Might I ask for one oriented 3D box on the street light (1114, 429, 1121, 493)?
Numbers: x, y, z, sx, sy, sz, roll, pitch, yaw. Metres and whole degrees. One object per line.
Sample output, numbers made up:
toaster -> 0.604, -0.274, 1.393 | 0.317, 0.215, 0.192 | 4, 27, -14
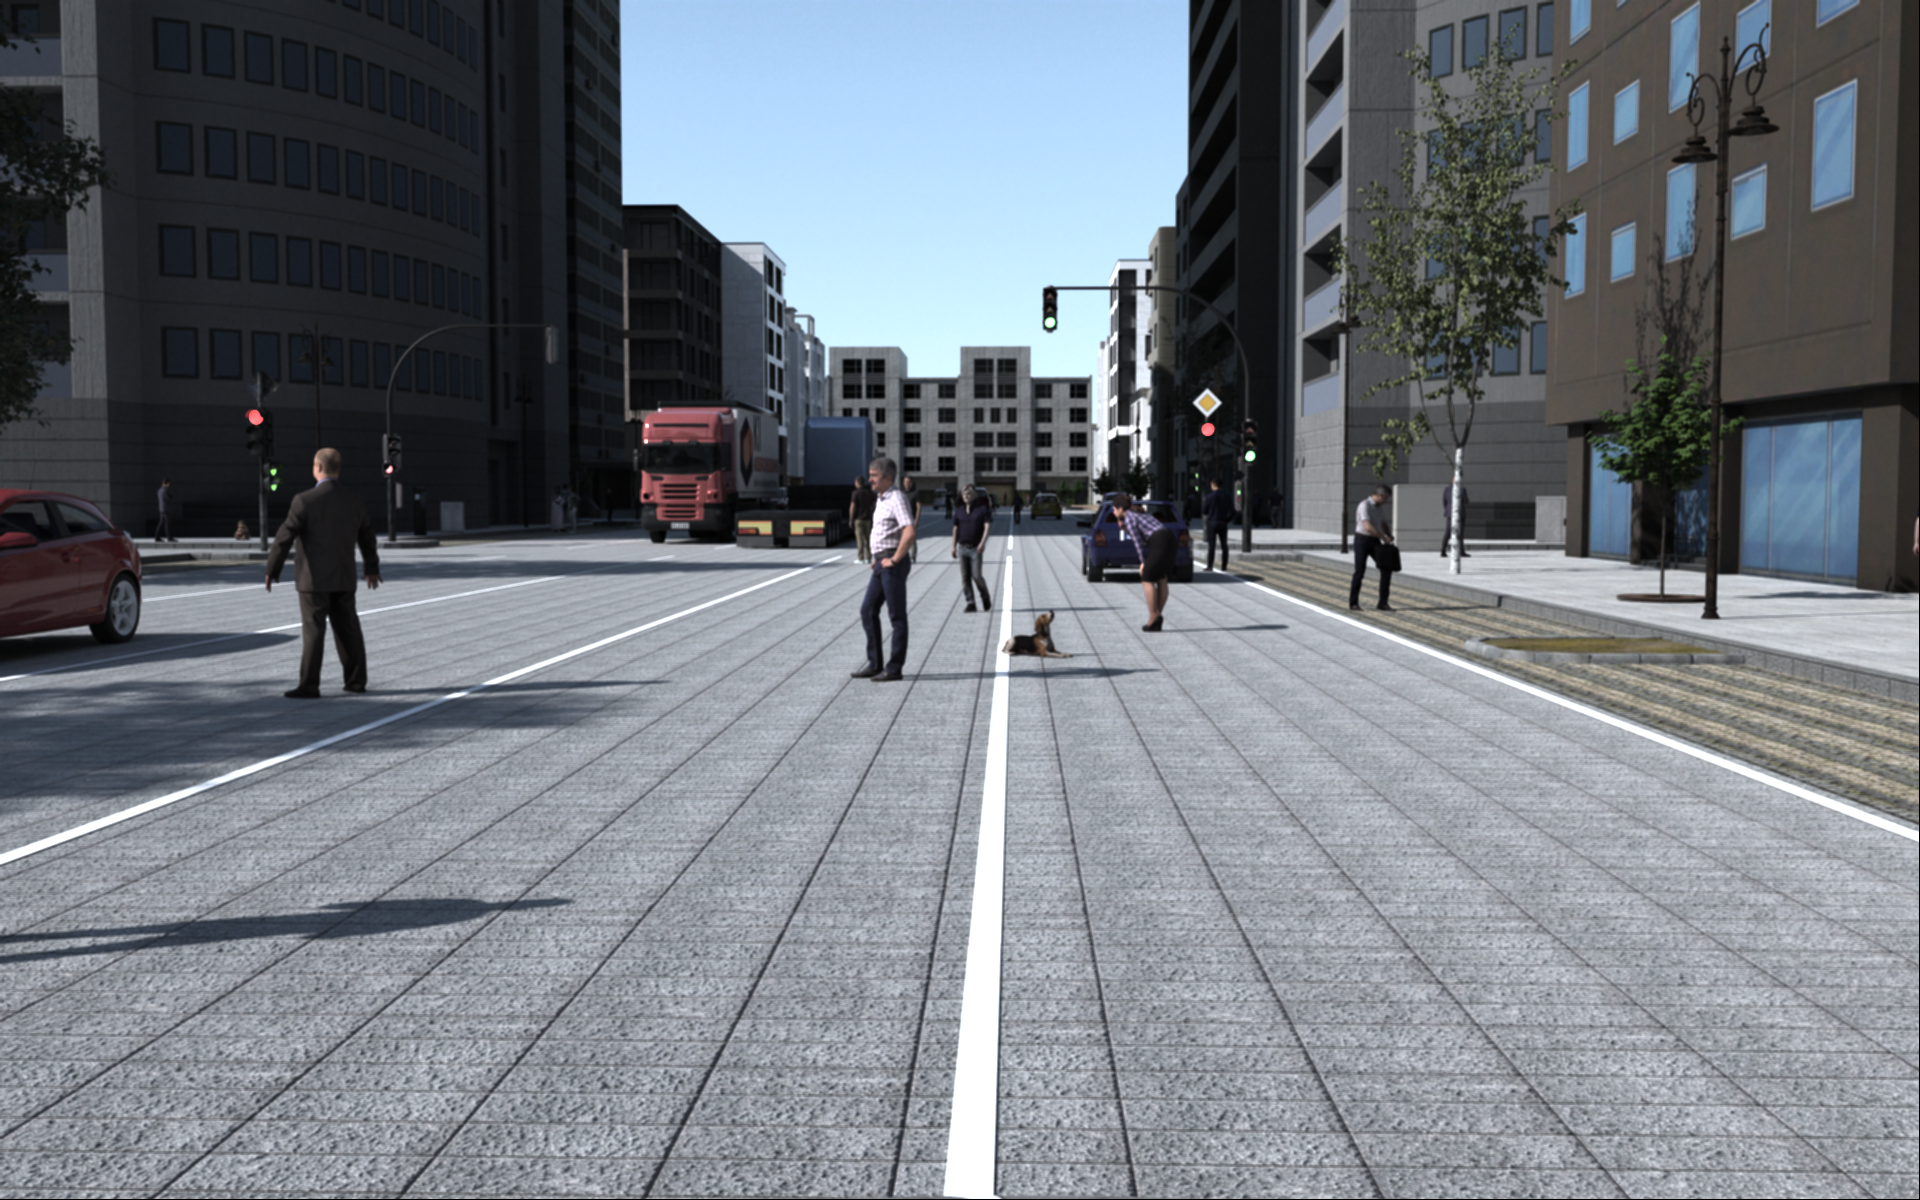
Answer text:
street light -> 10.841, -8.991, 119.792 | 0.468, 5.910, 1.993 | 0, 4, 2

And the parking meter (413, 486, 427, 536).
parking meter -> -16.655, -2.753, 53.422 | 0.372, 1.533, 0.369 | 0, 3, 0

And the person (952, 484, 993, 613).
person -> 0.215, -0.630, 21.013 | 0.471, 1.553, 0.569 | -2, 4, -28

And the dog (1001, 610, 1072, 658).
dog -> 0.664, 0.291, 15.436 | 0.550, 0.427, 0.748 | -1, 4, -12

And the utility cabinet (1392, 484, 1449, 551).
utility cabinet -> 10.291, -1.837, 38.722 | 1.173, 1.500, 0.318 | 0, 4, -4

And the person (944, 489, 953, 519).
person -> -0.656, -5.590, 100.702 | 0.445, 1.727, 0.742 | 1, 4, 15

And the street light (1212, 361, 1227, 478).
street light -> 9.009, -5.368, 60.552 | 0.468, 5.910, 1.993 | 0, 4, 2

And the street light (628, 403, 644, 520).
street light -> -16.114, -6.943, 86.302 | 0.468, 5.910, 1.993 | 0, 4, 2

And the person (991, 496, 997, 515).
person -> 2.350, -6.661, 121.316 | 0.435, 1.345, 0.340 | -3, 5, -40

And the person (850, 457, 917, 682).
person -> -0.593, -0.234, 13.272 | 0.436, 1.711, 0.756 | -1, 4, -12

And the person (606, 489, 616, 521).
person -> -16.639, -4.538, 82.507 | 0.388, 1.546, 0.482 | 2, 4, 34

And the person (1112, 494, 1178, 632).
person -> 1.920, -0.388, 18.074 | 0.697, 1.427, 0.421 | 1, 4, 23

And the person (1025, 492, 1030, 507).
person -> 7.359, -10.981, 189.509 | 0.593, 1.643, 0.415 | 1, 4, 13

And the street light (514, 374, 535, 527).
street light -> -16.758, -5.745, 66.725 | 0.468, 5.910, 1.993 | 0, 4, 2

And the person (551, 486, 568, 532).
person -> -15.074, -3.412, 64.947 | 0.621, 1.740, 0.551 | 1, 4, 17

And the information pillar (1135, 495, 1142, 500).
information pillar -> 9.426, -5.307, 91.267 | 0.304, 2.012, 0.304 | -1, 4, -12

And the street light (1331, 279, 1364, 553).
street light -> 8.330, -3.948, 37.333 | 0.468, 5.910, 1.993 | 0, 4, 2

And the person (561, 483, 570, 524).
person -> -16.669, -4.065, 73.229 | 0.841, 1.734, 0.376 | 0, 4, 2

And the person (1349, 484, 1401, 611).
person -> 5.078, -0.639, 21.155 | 0.590, 1.554, 0.614 | 3, 5, 43

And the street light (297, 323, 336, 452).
street light -> -17.376, -4.533, 46.899 | 0.468, 5.910, 1.993 | 0, 4, 2

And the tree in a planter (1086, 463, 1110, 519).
tree in a planter -> 8.155, -6.157, 97.882 | 1.991, 3.239, 1.994 | 0, 4, 2

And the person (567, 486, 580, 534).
person -> -13.950, -3.253, 62.410 | 0.376, 1.734, 0.841 | -2, 4, -24

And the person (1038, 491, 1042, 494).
person -> 7.970, -10.030, 173.166 | 0.621, 1.740, 0.551 | -1, 4, -19

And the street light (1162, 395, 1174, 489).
street light -> 9.672, -6.596, 80.633 | 0.468, 5.910, 1.993 | 0, 4, 2

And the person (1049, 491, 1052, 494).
person -> 10.142, -11.333, 193.725 | 1.348, 1.831, 0.705 | 0, 4, 0

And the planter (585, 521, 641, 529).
planter -> -14.240, -3.071, 71.349 | 1.991, 0.319, 1.994 | 0, 4, 2

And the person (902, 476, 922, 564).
person -> -1.086, -1.639, 35.433 | 0.434, 1.807, 0.598 | -3, 5, -42

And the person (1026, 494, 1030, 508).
person -> 7.000, -10.288, 179.938 | 0.599, 1.433, 0.991 | -1, 4, -13

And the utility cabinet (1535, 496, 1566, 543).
utility cabinet -> 15.634, -2.093, 45.381 | 1.020, 1.237, 0.306 | 1, 4, 13

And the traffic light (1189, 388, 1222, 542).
traffic light -> 6.519, -3.487, 45.934 | 0.839, 4.253, 0.868 | 0, 4, 2

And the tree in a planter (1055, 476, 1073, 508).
tree in a planter -> 10.562, -10.917, 175.713 | 1.991, 3.239, 1.994 | 0, 4, 2

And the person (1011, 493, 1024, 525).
person -> 2.626, -4.299, 81.478 | 0.600, 1.496, 0.574 | -2, 4, -35

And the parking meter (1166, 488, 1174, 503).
parking meter -> 8.990, -4.022, 74.169 | 0.372, 1.533, 0.369 | 0, 3, 0

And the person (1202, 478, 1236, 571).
person -> 4.775, -1.409, 32.235 | 0.576, 1.737, 0.504 | -1, 4, -22

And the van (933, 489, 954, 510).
van -> -1.521, -9.283, 158.787 | 2.013, 2.044, 4.112 | 0, 4, 4

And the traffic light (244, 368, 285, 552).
traffic light -> -15.539, -3.039, 38.609 | 0.839, 4.253, 0.868 | 0, 4, 2

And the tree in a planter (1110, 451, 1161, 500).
tree in a planter -> 7.325, -4.509, 70.951 | 1.991, 3.239, 1.994 | 0, 4, 2

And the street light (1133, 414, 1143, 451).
street light -> 10.269, -7.794, 100.212 | 0.468, 5.910, 1.993 | 0, 4, 2

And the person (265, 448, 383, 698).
person -> -4.545, -0.200, 12.330 | 0.434, 1.755, 0.990 | 2, 4, 35

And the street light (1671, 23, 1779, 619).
street light -> 7.728, -2.744, 17.656 | 0.468, 5.910, 1.993 | 0, 4, 2

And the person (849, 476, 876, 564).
person -> -2.022, -1.661, 35.782 | 0.598, 1.807, 0.434 | -2, 4, -24

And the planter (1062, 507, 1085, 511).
planter -> 9.744, -7.811, 148.850 | 1.991, 0.319, 1.994 | 0, 4, 2

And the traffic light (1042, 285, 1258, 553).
traffic light -> 4.179, -3.866, 37.876 | 4.771, 5.953, 1.251 | 0, 4, 2

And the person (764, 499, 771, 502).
person -> -9.108, -4.322, 81.624 | 0.387, 1.526, 0.523 | -2, 4, -26

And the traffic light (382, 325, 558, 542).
traffic light -> -13.198, -4.397, 46.561 | 4.771, 5.953, 1.251 | 0, 4, 2

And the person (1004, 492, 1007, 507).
person -> 5.232, -11.547, 198.770 | 0.415, 1.643, 0.593 | 0, 4, -6
